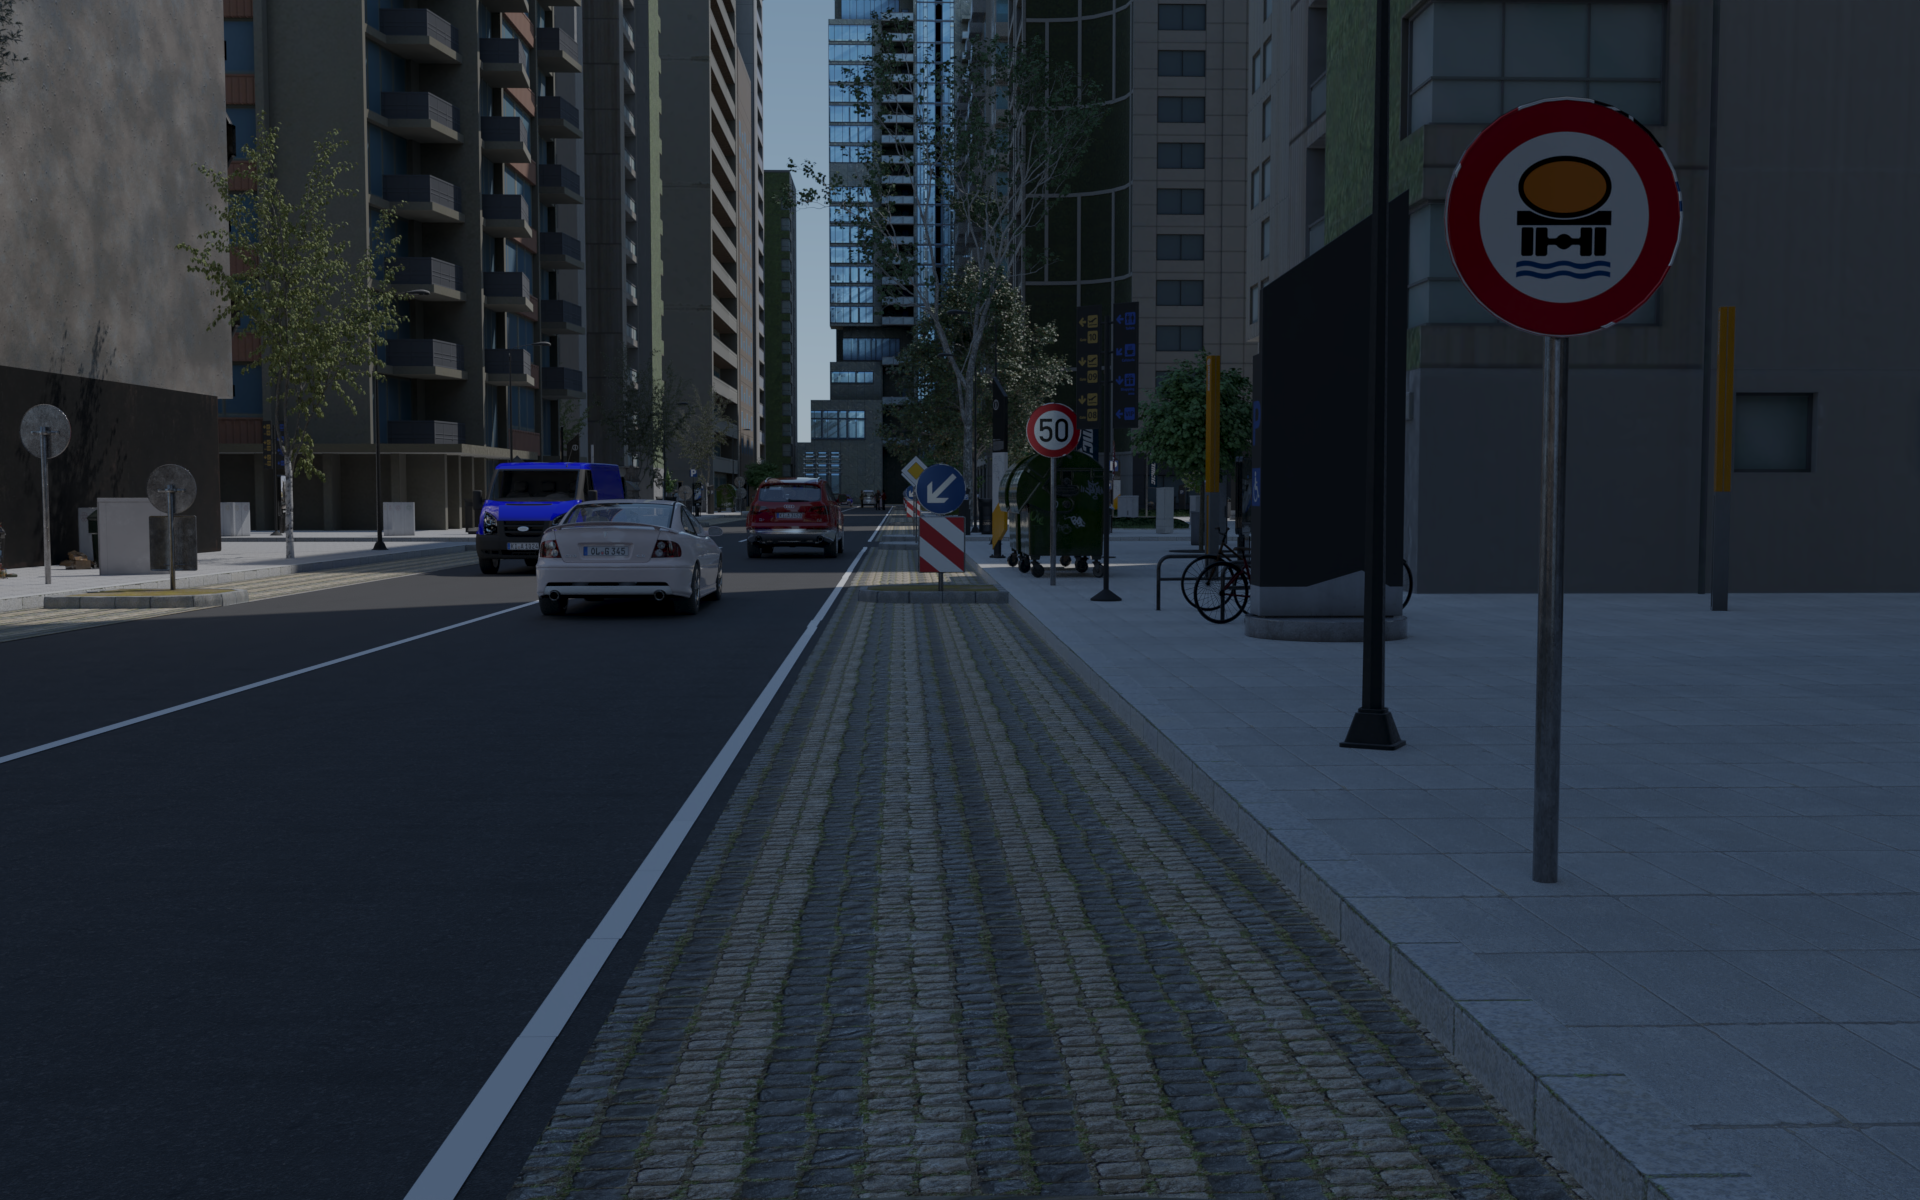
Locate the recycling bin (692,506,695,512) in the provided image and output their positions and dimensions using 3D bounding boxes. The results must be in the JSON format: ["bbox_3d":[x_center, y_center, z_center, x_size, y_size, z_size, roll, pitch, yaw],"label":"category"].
[{"bbox_3d":[-18.422,-6.693,121.984,0.722,1.027,0.722,-1,4,-22],"label":"recycling bin"}]

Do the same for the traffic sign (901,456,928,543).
[{"bbox_3d":[-1.148,-2.548,45.298,0.795,2.450,0.064,0,4,-2],"label":"traffic sign"}]

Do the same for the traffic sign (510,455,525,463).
[{"bbox_3d":[-11.487,-2.528,44.968,0.795,2.450,0.064,0,4,-2],"label":"traffic sign"}]

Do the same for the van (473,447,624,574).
[{"bbox_3d":[-7.699,-1.744,32.892,2.240,2.365,5.245,0,4,-1],"label":"van"}]

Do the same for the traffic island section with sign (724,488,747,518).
[{"bbox_3d":[-13.229,-5.893,104.982,1.989,1.847,2.006,0,4,-2],"label":"traffic island section with sign"}]

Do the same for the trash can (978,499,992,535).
[{"bbox_3d":[0.901,-2.647,54.932,0.748,1.137,0.748,0,3,0],"label":"trash can"}]

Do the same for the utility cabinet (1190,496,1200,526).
[{"bbox_3d":[9.764,-3.659,70.991,0.306,1.237,1.020,2,4,32],"label":"utility cabinet"}]

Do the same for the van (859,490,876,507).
[{"bbox_3d":[-9.818,-10.967,186.319,2.013,2.044,4.112,0,4,-2],"label":"van"}]

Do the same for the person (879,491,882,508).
[{"bbox_3d":[-8.100,-10.102,174.340,0.551,1.740,0.621,-1,4,-21],"label":"person"}]

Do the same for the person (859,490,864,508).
[{"bbox_3d":[-10.209,-10.476,179.877,0.705,1.812,1.348,1,4,10],"label":"person"}]

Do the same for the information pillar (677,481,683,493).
[{"bbox_3d":[-16.196,-5.864,100.370,0.304,2.012,0.304,0,4,1],"label":"information pillar"}]

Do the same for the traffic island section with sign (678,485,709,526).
[{"bbox_3d":[-12.299,-4.219,77.609,1.989,1.847,2.006,0,4,-2],"label":"traffic island section with sign"}]

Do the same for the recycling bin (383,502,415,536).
[{"bbox_3d":[-17.311,-2.501,53.443,0.722,1.027,0.722,-3,5,-43],"label":"recycling bin"}]

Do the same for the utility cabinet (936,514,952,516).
[{"bbox_3d":[-0.923,-5.607,102.836,1.020,1.237,0.306,2,4,25],"label":"utility cabinet"}]

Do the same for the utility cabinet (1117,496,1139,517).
[{"bbox_3d":[6.546,-3.449,67.555,0.306,1.237,1.020,-2,4,-30],"label":"utility cabinet"}]

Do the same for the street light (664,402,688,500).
[{"bbox_3d":[-14.453,-7.055,87.886,1.470,5.913,1.316,0,4,-2],"label":"street light"}]

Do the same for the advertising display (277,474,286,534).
[{"bbox_3d":[-22.175,-3.149,56.701,0.123,1.923,0.974,-1,4,-10],"label":"advertising display"}]

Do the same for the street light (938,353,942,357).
[{"bbox_3d":[-0.033,-5.176,57.171,1.470,5.913,1.316,0,4,-2],"label":"street light"}]

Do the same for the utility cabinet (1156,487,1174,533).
[{"bbox_3d":[6.624,-2.899,56.074,0.318,1.500,1.173,1,4,20],"label":"utility cabinet"}]

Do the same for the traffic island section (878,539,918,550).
[{"bbox_3d":[-1.124,-1.413,45.376,2.009,0.180,2.903,0,4,-2],"label":"traffic island section"}]

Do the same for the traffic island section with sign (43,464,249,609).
[{"bbox_3d":[-10.412,-0.845,22.438,1.989,1.847,2.006,0,4,-2],"label":"traffic island section with sign"}]

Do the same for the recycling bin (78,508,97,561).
[{"bbox_3d":[-15.766,-1.192,32.051,0.722,1.027,0.722,1,4,16],"label":"recycling bin"}]

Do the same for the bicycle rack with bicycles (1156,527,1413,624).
[{"bbox_3d":[3.448,-0.304,18.354,2.925,0.926,2.852,-1,4,-14],"label":"bicycle rack with bicycles"}]

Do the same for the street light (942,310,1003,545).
[{"bbox_3d":[0.365,-4.359,43.819,1.470,5.913,1.316,0,4,-2],"label":"street light"}]

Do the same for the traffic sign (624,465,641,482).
[{"bbox_3d":[-14.556,-4.687,76.633,0.884,2.594,0.081,0,4,6],"label":"traffic sign"}]

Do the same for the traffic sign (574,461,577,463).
[{"bbox_3d":[-11.758,-3.016,52.948,0.795,2.450,0.064,0,4,-2],"label":"traffic sign"}]

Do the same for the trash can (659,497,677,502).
[{"bbox_3d":[-15.166,-4.838,90.752,0.748,1.137,0.748,0,3,0],"label":"trash can"}]

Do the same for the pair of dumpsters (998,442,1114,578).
[{"bbox_3d":[1.534,-1.589,28.467,1.574,2.255,4.437,0,4,-2],"label":"pair of dumpsters"}]

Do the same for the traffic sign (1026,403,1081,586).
[{"bbox_3d":[1.307,-1.475,24.230,0.768,2.556,0.104,0,4,0],"label":"traffic sign"}]

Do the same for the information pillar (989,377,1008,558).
[{"bbox_3d":[0.792,-2.641,34.541,0.183,3.616,0.504,-2,4,-29],"label":"information pillar"}]

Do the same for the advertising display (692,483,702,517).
[{"bbox_3d":[-14.846,-5.660,97.756,0.123,1.923,0.974,1,4,17],"label":"advertising display"}]

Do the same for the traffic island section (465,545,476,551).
[{"bbox_3d":[-11.510,-1.391,45.029,2.009,0.180,2.903,0,4,-2],"label":"traffic island section"}]

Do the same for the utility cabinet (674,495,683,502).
[{"bbox_3d":[-15.625,-5.246,96.931,0.306,1.237,1.020,1,4,18],"label":"utility cabinet"}]

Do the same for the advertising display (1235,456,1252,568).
[{"bbox_3d":[4.937,-1.521,30.088,0.123,1.923,0.974,1,4,21],"label":"advertising display"}]

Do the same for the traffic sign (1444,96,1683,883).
[{"bbox_3d":[1.941,-0.340,5.668,0.768,2.556,0.104,0,3,0],"label":"traffic sign"}]

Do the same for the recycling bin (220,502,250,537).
[{"bbox_3d":[-22.089,-2.449,52.600,0.722,1.027,0.722,2,4,24],"label":"recycling bin"}]

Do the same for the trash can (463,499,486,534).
[{"bbox_3d":[-15.468,-2.665,55.231,0.748,1.137,0.748,0,3,0],"label":"trash can"}]

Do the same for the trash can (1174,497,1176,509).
[{"bbox_3d":[12.408,-5.528,102.034,0.748,1.137,0.748,0,3,0],"label":"trash can"}]

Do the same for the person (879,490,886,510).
[{"bbox_3d":[-6.725,-8.740,151.357,0.705,1.831,1.348,2,4,24],"label":"person"}]

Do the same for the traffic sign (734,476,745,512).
[{"bbox_3d":[-15.961,-7.665,125.434,0.768,2.556,0.104,0,4,1],"label":"traffic sign"}]

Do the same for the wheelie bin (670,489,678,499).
[{"bbox_3d":[-19.124,-6.662,116.834,0.980,1.594,0.693,3,5,42],"label":"wheelie bin"}]

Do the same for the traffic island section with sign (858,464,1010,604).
[{"bbox_3d":[-0.379,-0.907,23.454,1.989,1.847,2.006,0,4,-2],"label":"traffic island section with sign"}]

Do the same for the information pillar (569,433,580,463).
[{"bbox_3d":[-14.859,-4.605,66.646,0.504,3.616,0.183,0,4,-6],"label":"information pillar"}]

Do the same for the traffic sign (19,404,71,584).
[{"bbox_3d":[-12.989,-1.498,24.593,0.768,2.556,0.104,0,4,6],"label":"traffic sign"}]

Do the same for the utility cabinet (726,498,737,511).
[{"bbox_3d":[-16.765,-7.257,127.333,0.318,1.500,1.173,1,4,22],"label":"utility cabinet"}]

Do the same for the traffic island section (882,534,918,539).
[{"bbox_3d":[-1.396,-1.901,53.356,2.009,0.180,2.903,0,4,-2],"label":"traffic island section"}]

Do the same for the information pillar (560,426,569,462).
[{"bbox_3d":[-13.814,-4.208,60.150,0.183,3.616,0.504,-1,4,-17],"label":"information pillar"}]

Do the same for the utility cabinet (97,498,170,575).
[{"bbox_3d":[-13.149,-1.004,27.580,1.020,1.237,0.306,-2,4,-24],"label":"utility cabinet"}]

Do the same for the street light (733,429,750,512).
[{"bbox_3d":[-15.604,-9.221,123.309,1.470,5.913,1.316,0,4,-2],"label":"street light"}]

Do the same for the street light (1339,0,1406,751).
[{"bbox_3d":[1.563,-2.208,8.640,1.470,5.913,1.316,0,4,-2],"label":"street light"}]

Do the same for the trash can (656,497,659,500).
[{"bbox_3d":[-17.478,-5.486,101.349,0.748,1.137,0.748,0,3,0],"label":"trash can"}]

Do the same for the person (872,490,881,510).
[{"bbox_3d":[-7.298,-8.915,154.390,1.348,1.807,0.705,-2,4,-29],"label":"person"}]

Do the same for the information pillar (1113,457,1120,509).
[{"bbox_3d":[9.341,-6.866,103.607,0.504,3.616,0.183,-1,4,-11],"label":"information pillar"}]

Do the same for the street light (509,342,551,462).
[{"bbox_3d":[-13.192,-4.922,53.009,1.470,5.913,1.316,0,4,-2],"label":"street light"}]

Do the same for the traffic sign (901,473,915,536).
[{"bbox_3d":[-1.419,-3.036,53.278,0.795,2.450,0.064,0,4,-2],"label":"traffic sign"}]

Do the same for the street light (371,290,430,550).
[{"bbox_3d":[-12.749,-4.096,39.516,1.470,5.913,1.316,0,4,-2],"label":"street light"}]
